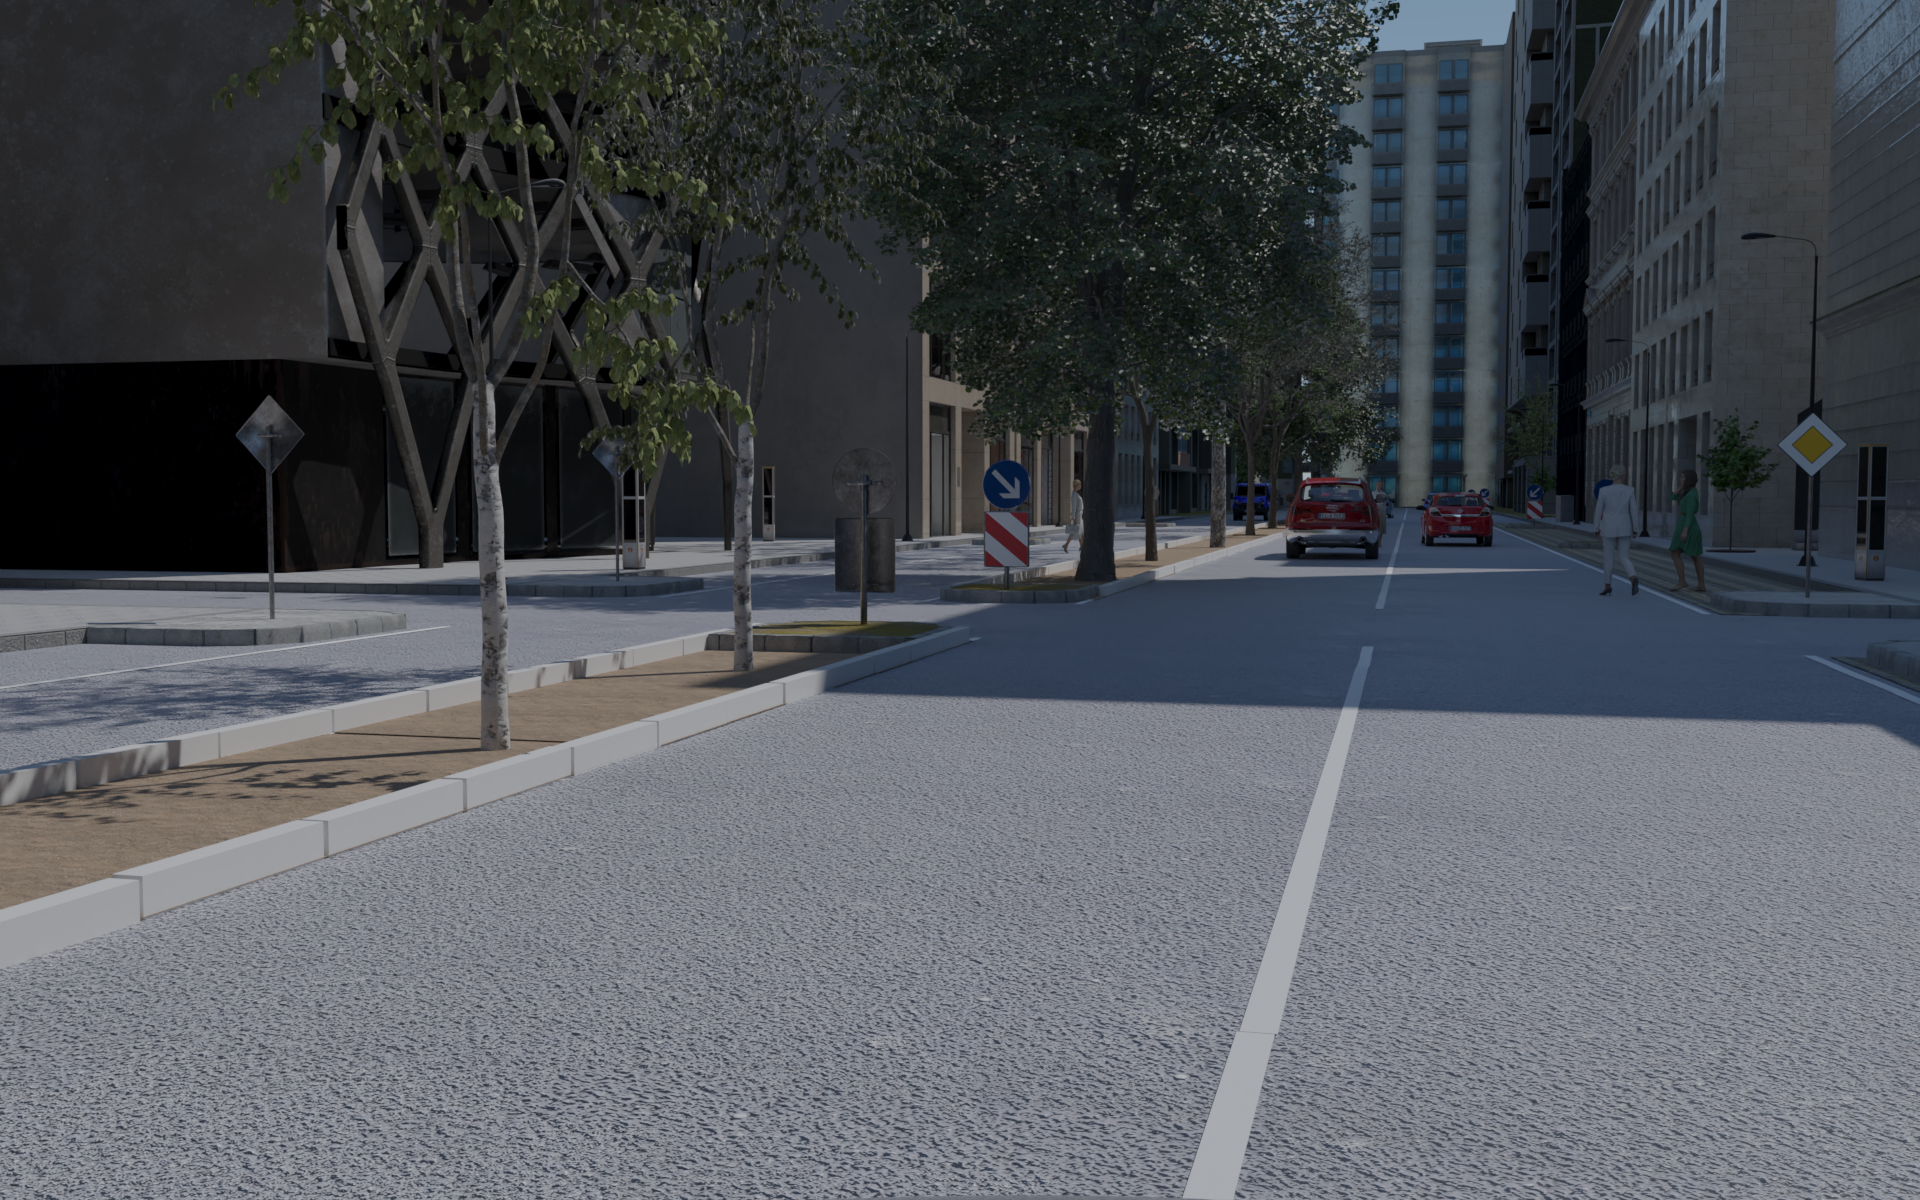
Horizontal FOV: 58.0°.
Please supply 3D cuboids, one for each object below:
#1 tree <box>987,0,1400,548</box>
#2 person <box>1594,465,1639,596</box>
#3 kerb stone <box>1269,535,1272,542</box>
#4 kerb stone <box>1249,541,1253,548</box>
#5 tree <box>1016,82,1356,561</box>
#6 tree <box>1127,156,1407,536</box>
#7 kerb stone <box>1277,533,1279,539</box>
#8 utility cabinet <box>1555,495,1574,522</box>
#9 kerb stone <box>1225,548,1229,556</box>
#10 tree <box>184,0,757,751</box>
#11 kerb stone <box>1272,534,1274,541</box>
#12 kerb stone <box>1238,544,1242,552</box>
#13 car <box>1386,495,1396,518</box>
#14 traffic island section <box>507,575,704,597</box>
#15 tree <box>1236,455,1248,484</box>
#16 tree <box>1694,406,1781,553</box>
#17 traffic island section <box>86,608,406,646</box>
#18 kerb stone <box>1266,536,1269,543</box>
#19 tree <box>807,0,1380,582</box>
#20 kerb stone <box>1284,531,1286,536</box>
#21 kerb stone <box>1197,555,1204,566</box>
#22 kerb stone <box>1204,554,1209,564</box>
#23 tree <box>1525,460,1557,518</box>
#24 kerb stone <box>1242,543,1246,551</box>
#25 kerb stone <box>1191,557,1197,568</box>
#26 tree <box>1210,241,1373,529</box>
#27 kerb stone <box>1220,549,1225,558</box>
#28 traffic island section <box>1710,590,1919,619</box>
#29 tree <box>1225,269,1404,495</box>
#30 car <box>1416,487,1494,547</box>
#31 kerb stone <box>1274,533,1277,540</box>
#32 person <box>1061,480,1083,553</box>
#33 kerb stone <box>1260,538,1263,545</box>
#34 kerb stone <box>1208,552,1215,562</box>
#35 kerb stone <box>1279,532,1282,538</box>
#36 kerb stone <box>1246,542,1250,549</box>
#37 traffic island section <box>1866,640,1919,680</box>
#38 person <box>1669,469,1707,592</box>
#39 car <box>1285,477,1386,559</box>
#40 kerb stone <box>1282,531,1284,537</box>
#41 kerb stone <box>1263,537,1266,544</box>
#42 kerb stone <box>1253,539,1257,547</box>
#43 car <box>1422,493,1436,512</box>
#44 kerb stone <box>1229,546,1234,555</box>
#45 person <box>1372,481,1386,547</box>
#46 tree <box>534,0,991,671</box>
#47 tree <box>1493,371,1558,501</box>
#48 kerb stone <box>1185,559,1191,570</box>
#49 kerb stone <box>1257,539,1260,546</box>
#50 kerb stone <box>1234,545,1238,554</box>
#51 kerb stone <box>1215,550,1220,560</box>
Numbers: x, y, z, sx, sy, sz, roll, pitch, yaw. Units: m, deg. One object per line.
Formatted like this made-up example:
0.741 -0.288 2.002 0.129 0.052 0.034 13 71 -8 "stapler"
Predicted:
5.907 -11.518 46.660 12.611 20.169 13.585 0 3 0 "tree"
9.200 -0.967 24.194 0.514 1.842 0.818 0 4 -7 "person"
9.093 -1.790 51.486 0.120 0.150 1.000 1 4 15 "kerb stone"
7.537 -1.426 45.533 0.120 0.150 1.000 1 4 15 "kerb stone"
4.188 -6.116 36.874 8.767 10.594 7.601 1 4 15 "tree"
9.964 -8.935 58.921 12.009 13.543 11.850 0 3 0 "tree"
9.868 -1.973 54.462 0.120 0.150 1.000 1 4 15 "kerb stone"
27.684 -4.165 79.267 1.020 1.237 0.306 -3 4 -37 "utility cabinet"
5.990 -1.064 39.586 0.120 0.150 1.000 1 4 15 "kerb stone"
-2.617 -3.447 9.183 4.737 8.622 4.395 0 3 0 "tree"
9.353 -1.846 52.475 0.120 0.150 1.000 1 4 15 "kerb stone"
6.767 -1.245 42.554 0.120 0.150 1.000 1 4 15 "kerb stone"
25.018 -5.605 103.637 2.014 1.417 4.499 1 4 16 "car"
-5.060 -0.197 25.494 2.009 0.180 2.903 1 4 15 "traffic island section"
23.200 -9.826 144.373 4.285 4.588 4.351 0 3 0 "tree"
16.971 -2.657 38.046 1.663 3.219 1.824 0 3 0 "tree"
-7.073 0.276 17.766 2.009 0.180 2.903 1 4 15 "traffic island section"
8.840 -1.729 50.495 0.120 0.150 1.000 1 4 15 "kerb stone"
2.253 -7.282 28.167 9.857 13.997 8.962 0 3 0 "tree"
10.645 -2.151 57.447 0.120 0.150 1.000 1 4 15 "kerb stone"
4.700 -0.761 34.633 0.120 0.150 1.000 1 4 15 "kerb stone"
4.957 -0.818 35.623 0.120 0.150 1.000 1 4 15 "kerb stone"
33.064 -6.321 97.958 1.663 3.219 1.824 0 3 0 "tree"
7.031 -1.306 43.542 0.120 0.150 1.000 1 4 15 "kerb stone"
4.442 -0.696 33.634 0.120 0.150 1.000 1 4 15 "kerb stone"
12.911 -8.709 70.597 9.928 11.665 9.643 0 3 0 "tree"
5.736 -1.003 38.596 0.120 0.150 1.000 1 4 15 "kerb stone"
10.512 0.051 21.447 2.009 0.180 2.903 1 4 15 "traffic island section"
16.147 -9.953 82.199 9.611 12.733 9.660 0 3 0 "tree"
13.979 -2.434 48.831 2.155 1.783 4.494 1 4 13 "car"
9.611 -1.913 53.472 0.120 0.150 1.000 1 4 15 "kerb stone"
2.796 -2.032 42.070 0.624 1.780 0.694 1 4 18 "person"
8.316 -1.609 48.508 0.120 0.150 1.000 1 4 15 "kerb stone"
5.218 -0.882 36.611 0.120 0.150 1.000 1 4 15 "kerb stone"
10.126 -2.033 55.463 0.120 0.150 1.000 1 4 15 "kerb stone"
7.283 -1.362 44.533 0.120 0.150 1.000 1 4 15 "kerb stone"
8.499 0.524 13.719 2.009 0.180 2.903 1 4 15 "traffic island section"
10.617 -1.007 25.213 0.529 1.795 0.600 1 4 14 "person"
8.617 -1.907 39.846 2.281 1.827 5.304 1 4 14 "car"
10.387 -2.095 56.455 0.120 0.150 1.000 1 4 15 "kerb stone"
8.581 -1.666 49.506 0.120 0.150 1.000 1 4 15 "kerb stone"
7.802 -1.488 46.526 0.120 0.150 1.000 1 4 15 "kerb stone"
31.764 -6.472 115.414 1.945 1.707 3.694 1 4 14 "car"
6.256 -1.123 40.574 0.120 0.150 1.000 1 4 15 "kerb stone"
11.385 -2.353 47.193 0.478 1.798 0.641 1 4 16 "person"
-1.703 -3.739 13.948 4.360 8.622 3.978 0 3 0 "tree"
34.153 -9.351 103.255 4.737 8.622 4.395 0 3 0 "tree"
4.183 -0.639 32.645 0.120 0.150 1.000 1 4 15 "kerb stone"
8.059 -1.544 47.519 0.120 0.150 1.000 1 4 15 "kerb stone"
6.512 -1.184 41.564 0.120 0.150 1.000 1 4 15 "kerb stone"
5.480 -0.943 37.606 0.120 0.150 1.000 1 4 15 "kerb stone"
